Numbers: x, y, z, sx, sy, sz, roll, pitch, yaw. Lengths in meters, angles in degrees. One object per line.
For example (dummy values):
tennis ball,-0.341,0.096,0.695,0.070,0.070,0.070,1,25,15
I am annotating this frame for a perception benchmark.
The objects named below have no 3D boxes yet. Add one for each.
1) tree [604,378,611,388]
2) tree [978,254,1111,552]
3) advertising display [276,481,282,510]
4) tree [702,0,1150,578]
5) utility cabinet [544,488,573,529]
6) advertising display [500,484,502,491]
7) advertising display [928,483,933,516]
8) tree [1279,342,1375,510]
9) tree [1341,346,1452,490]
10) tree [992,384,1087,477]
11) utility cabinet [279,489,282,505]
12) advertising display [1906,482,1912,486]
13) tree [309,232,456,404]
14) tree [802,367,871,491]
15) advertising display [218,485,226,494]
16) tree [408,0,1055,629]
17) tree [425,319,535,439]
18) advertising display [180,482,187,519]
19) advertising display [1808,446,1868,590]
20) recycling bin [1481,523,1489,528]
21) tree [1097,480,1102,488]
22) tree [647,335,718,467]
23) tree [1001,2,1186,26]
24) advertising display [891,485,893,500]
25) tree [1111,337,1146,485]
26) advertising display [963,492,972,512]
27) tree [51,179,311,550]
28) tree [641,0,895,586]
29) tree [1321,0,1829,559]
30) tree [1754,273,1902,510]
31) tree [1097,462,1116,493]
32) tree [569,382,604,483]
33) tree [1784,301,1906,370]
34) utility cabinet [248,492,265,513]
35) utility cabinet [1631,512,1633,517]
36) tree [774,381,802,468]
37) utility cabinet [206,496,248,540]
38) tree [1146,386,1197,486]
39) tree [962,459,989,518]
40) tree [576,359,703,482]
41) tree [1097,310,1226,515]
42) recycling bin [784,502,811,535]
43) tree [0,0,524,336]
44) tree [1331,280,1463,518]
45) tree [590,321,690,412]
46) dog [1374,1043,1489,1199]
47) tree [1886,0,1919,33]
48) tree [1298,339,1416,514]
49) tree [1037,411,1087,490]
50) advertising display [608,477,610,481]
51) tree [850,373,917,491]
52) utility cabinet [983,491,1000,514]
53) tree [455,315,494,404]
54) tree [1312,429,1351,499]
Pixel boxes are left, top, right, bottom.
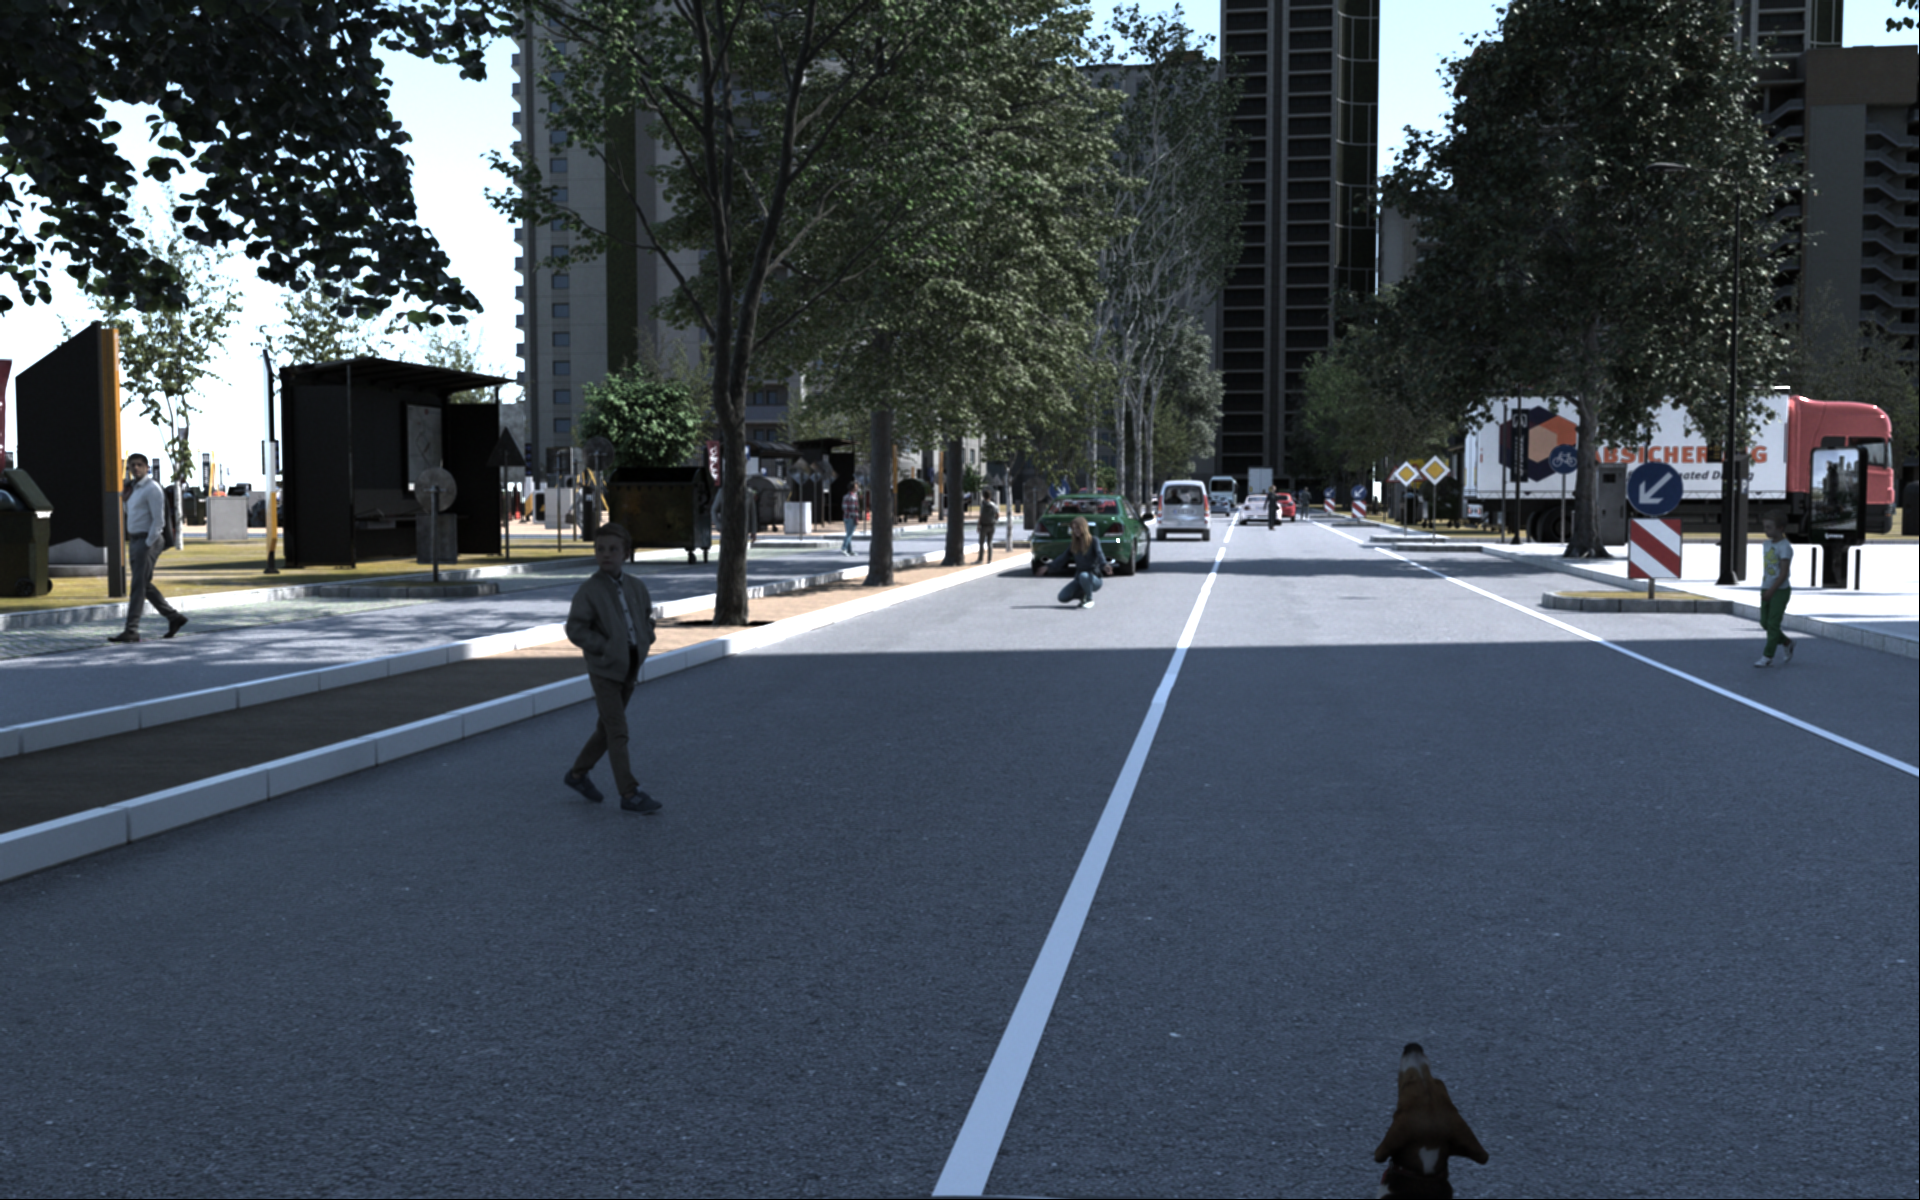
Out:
tree,-15.491,-8.603,91.018,4.737,8.622,4.395,0,3,0
tree,1.215,-5.466,42.191,4.737,8.622,4.395,0,3,0
advertising display,-32.861,-4.768,83.164,0.123,1.923,0.974,3,4,38
tree,-0.148,-6.970,34.541,7.486,12.596,7.792,0,3,0
utility cabinet,-14.477,-3.306,62.732,1.173,1.500,0.318,2,4,26
advertising display,-28.534,-6.173,106.142,0.974,1.923,0.123,1,4,13
advertising display,-1.813,-5.896,101.617,0.123,1.923,0.974,1,4,20
tree,30.825,-13.986,139.038,12.009,13.543,11.850,0,3,0
tree,21.220,-8.127,83.240,4.360,8.622,3.978,0,3,0
tree,5.517,-11.509,122.586,7.601,10.594,8.767,1,4,21
utility cabinet,-39.194,-5.591,100.087,0.318,1.500,1.173,-2,4,-34
advertising display,49.428,-5.157,89.528,0.974,1.923,0.123,1,4,14
tree,-16.665,-5.822,45.558,4.737,8.622,4.395,0,3,0
tree,-5.491,-8.762,93.624,4.737,8.622,4.395,0,3,0
advertising display,-49.905,-6.840,117.043,0.974,1.923,0.123,3,5,39
tree,-2.401,-5.513,18.358,9.928,11.665,9.643,0,3,0
tree,-20.143,-7.435,71.931,4.360,8.622,3.978,0,3,0
advertising display,-40.267,-5.178,89.870,0.123,1.923,0.974,-1,4,-11
advertising display,11.921,-1.122,23.551,0.123,1.923,0.974,-1,4,-12
recycling bin,20.512,-3.295,66.425,0.722,1.027,0.722,-2,4,-24
tree,13.766,-10.968,173.931,1.663,3.219,1.824,0,3,0
tree,-12.286,-7.898,79.501,4.737,8.622,4.395,0,3,0
tree,3.749,-12.571,63.884,12.611,20.169,13.585,0,3,0
advertising display,-4.742,-7.098,121.266,0.974,1.923,0.123,1,4,17
tree,3.403,-6.227,54.637,4.737,8.622,4.395,0,3,0
advertising display,0.383,-7.289,124.391,0.974,1.923,0.123,-2,4,-28
tree,-18.144,-5.451,39.488,4.737,8.622,4.395,0,3,0
tree,-1.275,-6.512,27.053,7.486,12.596,7.792,0,3,0
tree,12.541,-7.188,34.528,9.611,12.733,9.660,0,3,0
tree,28.354,-6.623,58.644,4.360,8.622,3.978,0,3,0
tree,16.792,-12.864,194.039,4.285,4.588,4.351,0,3,0
tree,-23.085,-9.786,110.358,4.737,8.622,4.395,0,3,0
tree,35.913,-7.259,69.055,4.360,8.622,3.978,0,3,0
utility cabinet,-44.231,-6.148,109.204,1.173,1.500,0.318,-1,4,-10
utility cabinet,25.635,-3.455,65.170,1.173,1.500,0.318,2,4,34
tree,-8.288,-9.257,101.710,4.737,8.622,4.395,0,3,0
utility cabinet,-20.457,-2.273,48.332,1.020,1.237,0.306,-3,5,-39
tree,13.214,-9.728,111.865,4.737,8.622,4.395,0,3,0
tree,0.532,-6.086,94.112,1.663,3.219,1.824,0,3,0
tree,-7.845,-3.577,42.206,4.285,4.588,4.351,0,3,0
tree,13.801,-12.843,119.088,9.857,13.997,8.962,0,3,0
recycling bin,-5.166,-2.608,55.194,0.722,1.027,0.722,1,4,9
tree,-4.821,-5.984,6.955,9.857,13.997,8.962,0,3,0
tree,23.600,-10.658,92.385,7.486,12.596,7.792,0,3,0
tree,-13.245,-7.509,73.130,4.360,8.622,3.978,0,3,0
dog,0.720,1.050,3.034,0.748,0.427,0.550,-2,4,-33
tree,10.366,-3.970,15.266,4.737,8.622,4.395,0,3,0
tree,26.013,-11.404,112.211,9.928,11.665,9.643,0,3,0
tree,7.374,-10.980,129.886,4.360,8.622,3.978,0,3,0
advertising display,-11.081,-3.172,57.074,0.974,1.923,0.123,-1,4,-10
tree,-3.598,-8.338,86.685,4.360,8.622,3.978,0,3,0
utility cabinet,2.061,-6.362,112.695,1.173,1.500,0.318,3,5,44
tree,-19.802,-7.115,66.700,4.737,8.622,4.395,0,3,0
tree,34.247,-12.723,158.387,4.737,8.622,4.395,0,3,0
